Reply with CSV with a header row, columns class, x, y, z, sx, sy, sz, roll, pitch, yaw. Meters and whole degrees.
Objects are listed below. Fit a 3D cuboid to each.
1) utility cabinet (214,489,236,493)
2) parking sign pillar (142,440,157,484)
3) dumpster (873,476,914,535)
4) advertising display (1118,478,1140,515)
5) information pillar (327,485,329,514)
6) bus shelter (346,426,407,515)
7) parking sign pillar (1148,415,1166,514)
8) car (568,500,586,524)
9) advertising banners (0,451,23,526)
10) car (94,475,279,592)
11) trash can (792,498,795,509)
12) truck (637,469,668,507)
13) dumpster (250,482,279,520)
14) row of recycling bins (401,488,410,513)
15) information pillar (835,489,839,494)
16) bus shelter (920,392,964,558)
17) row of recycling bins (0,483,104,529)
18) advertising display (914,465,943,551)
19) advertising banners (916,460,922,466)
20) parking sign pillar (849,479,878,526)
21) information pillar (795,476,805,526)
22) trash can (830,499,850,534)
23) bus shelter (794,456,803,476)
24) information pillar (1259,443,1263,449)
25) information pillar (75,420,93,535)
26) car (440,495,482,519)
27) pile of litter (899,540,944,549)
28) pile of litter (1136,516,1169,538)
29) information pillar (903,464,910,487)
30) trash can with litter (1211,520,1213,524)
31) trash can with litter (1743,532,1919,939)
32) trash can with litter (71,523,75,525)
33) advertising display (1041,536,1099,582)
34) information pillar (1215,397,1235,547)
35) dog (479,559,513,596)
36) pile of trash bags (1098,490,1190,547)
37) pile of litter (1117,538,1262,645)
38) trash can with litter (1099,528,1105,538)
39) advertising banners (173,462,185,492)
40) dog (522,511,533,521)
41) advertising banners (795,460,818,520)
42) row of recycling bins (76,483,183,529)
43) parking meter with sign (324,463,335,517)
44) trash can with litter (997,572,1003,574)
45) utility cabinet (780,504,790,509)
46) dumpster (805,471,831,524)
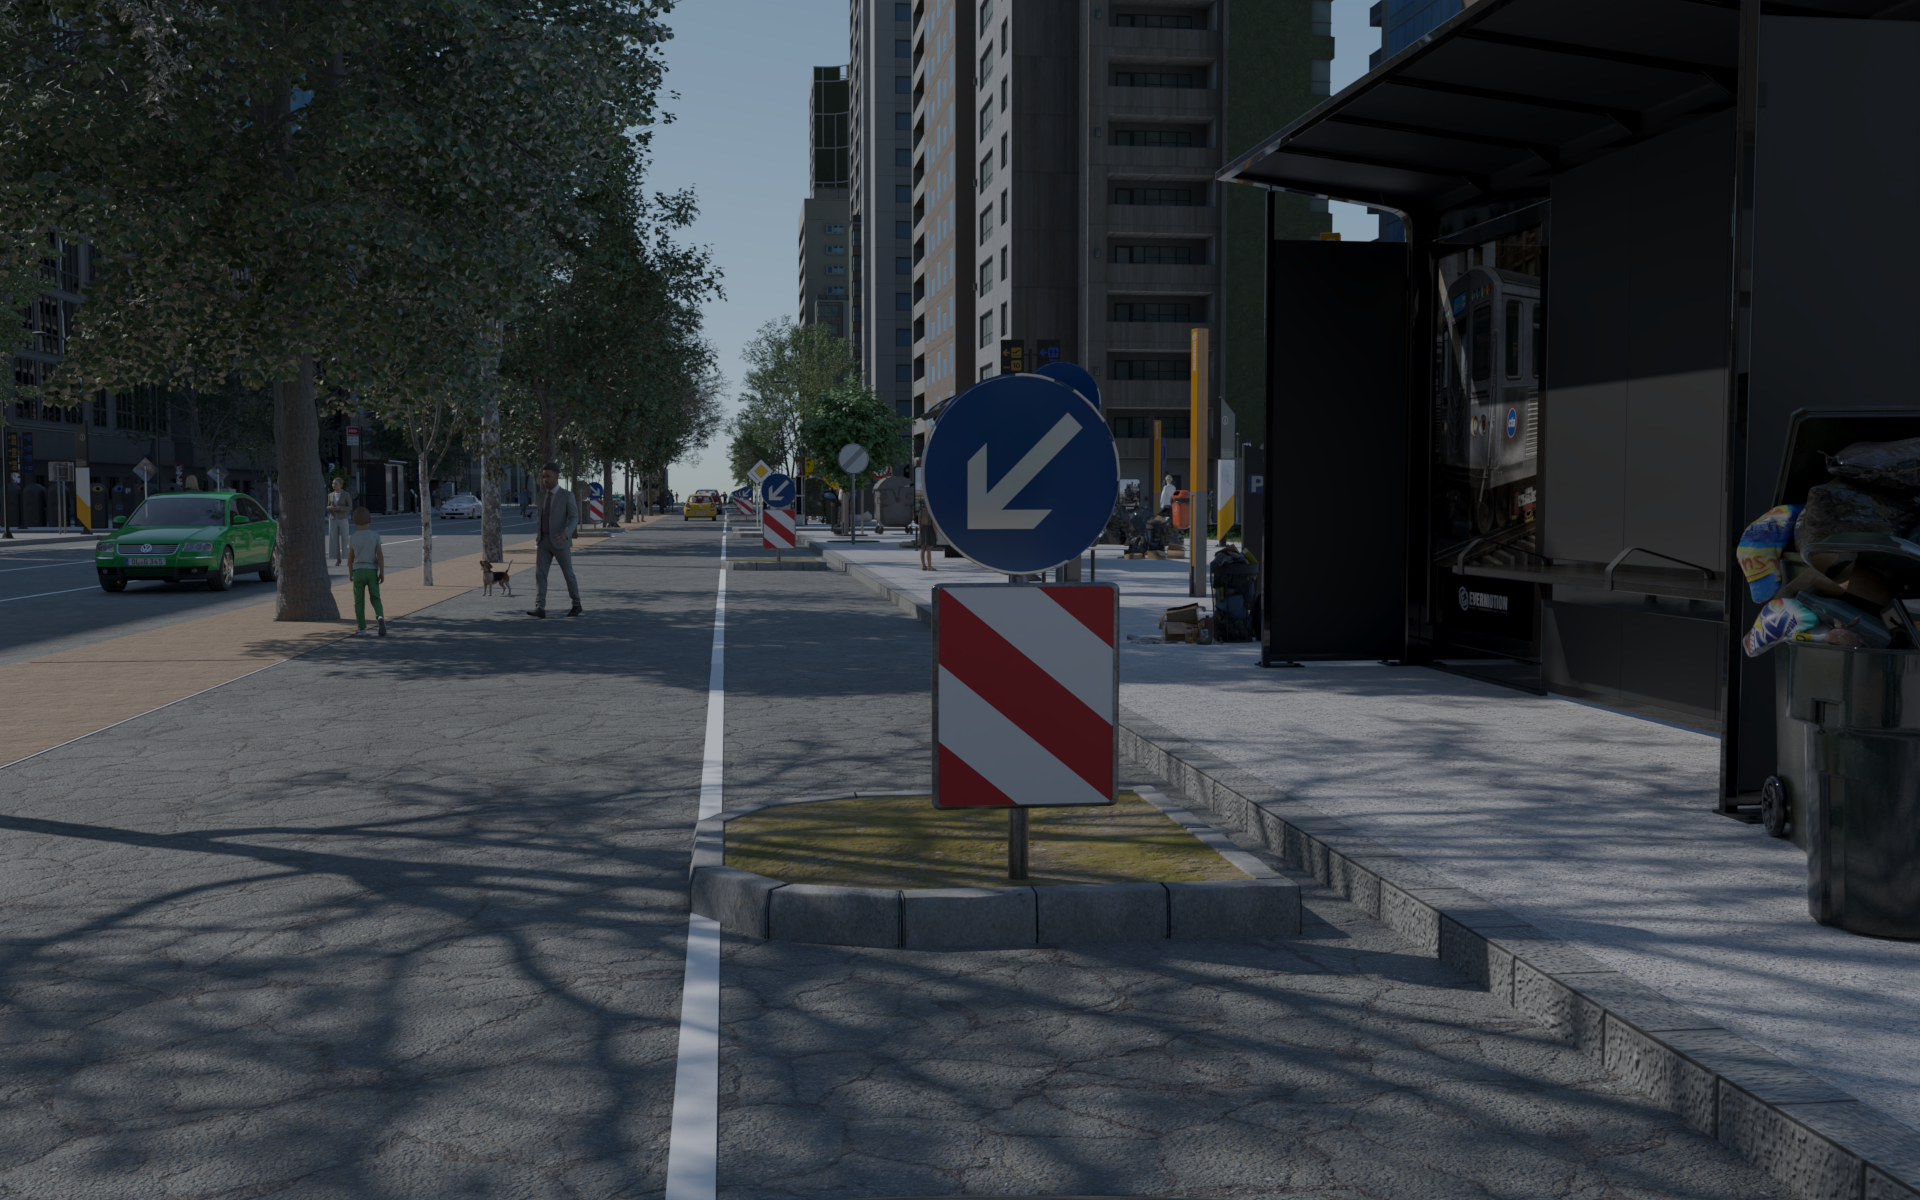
class,x,y,z,sx,sy,sz,roll,pitch,yaw
utility cabinet,-30.205,-3.827,71.254,1.173,1.500,0.318,3,4,38
parking sign pillar,-39.299,-5.844,84.020,1.447,3.967,1.447,-1,4,-16
dumpster,-2.092,-3.040,55.458,1.264,1.857,1.865,0,4,-8
advertising display,6.990,-4.061,71.603,0.974,1.923,0.123,-1,4,-20
information pillar,-41.798,-6.716,114.292,0.304,2.012,0.304,-1,4,-10
bus shelter,-35.471,-7.796,105.099,2.179,5.291,8.768,0,4,-7
parking sign pillar,6.794,-4.354,59.662,1.447,3.967,1.447,1,4,14
car,-19.078,-4.431,84.241,2.131,1.459,4.920,0,4,-6
advertising banners,-38.421,-4.465,69.195,0.090,3.025,2.074,2,4,35
car,-11.869,-1.104,26.853,1.959,1.807,4.718,0,4,-8
trash can,-12.092,-6.952,125.322,0.748,1.137,0.748,0,3,0
truck,-32.987,-12.083,186.462,2.839,4.237,11.283,0,4,-6
dumpster,-33.516,-4.765,83.671,1.264,1.857,1.865,0,4,-8
row of recycling bins,-37.771,-6.672,116.198,1.069,1.692,3.534,-2,4,-33
information pillar,-9.964,-8.324,140.593,0.304,2.012,0.304,2,4,34
bus shelter,0.549,-2.357,32.465,2.014,3.302,5.546,0,4,-8
row of recycling bins,-35.543,-3.695,67.524,3.534,1.692,1.069,0,4,-8
advertising display,-0.555,-2.063,38.943,0.974,1.923,0.123,0,4,-2
advertising banners,-2.741,-5.657,88.680,2.074,3.025,0.090,-1,4,-13
parking sign pillar,-4.015,-4.962,69.597,1.447,3.967,1.447,2,4,24
information pillar,-6.382,-3.953,69.117,0.304,2.012,0.304,1,4,14
trash can,-3.838,-2.688,55.606,0.748,1.137,0.748,0,3,0
bus shelter,-9.531,-7.205,109.092,1.731,3.624,6.357,0,4,-7
information pillar,12.386,-4.844,70.552,0.504,3.616,0.183,-2,4,-27
information pillar,-27.642,-3.868,54.589,0.504,3.616,0.183,1,4,21
car,-28.930,-5.396,100.590,2.083,1.381,4.827,0,4,-6
pile of litter,-0.833,-1.652,40.975,1.176,0.858,1.719,-1,4,-13
pile of litter,3.994,-1.249,34.387,1.719,0.858,1.176,1,4,9
information pillar,-4.011,-8.504,130.398,0.504,3.616,0.183,1,4,23
trash can with litter,9.763,-3.592,70.112,1.055,1.170,0.624,1,4,14
trash can with litter,2.980,0.376,5.244,1.055,1.170,0.624,-1,4,-19
trash can with litter,-36.007,-3.703,71.603,1.678,1.210,2.233,0,4,3
advertising display,1.411,-1.058,22.518,0.974,1.923,0.123,-3,4,-38
information pillar,6.445,-3.096,41.977,0.504,3.616,0.183,-3,4,-36
dog,-6.551,-0.318,24.481,0.406,0.507,0.540,-1,4,-9
pile of trash bags,4.847,-2.037,43.064,1.912,1.369,3.447,-1,4,-22
pile of litter,2.264,-0.079,15.264,1.719,0.858,1.176,0,4,-3
trash can with litter,4.125,-2.359,49.622,1.678,1.210,2.233,-2,4,-34
advertising banners,-41.549,-5.985,94.035,2.074,3.025,0.090,-2,4,-27
dog,-23.125,-4.488,92.666,0.406,0.507,0.540,0,4,7
advertising banners,-7.558,-5.434,85.040,0.090,3.025,2.074,2,4,27
row of recycling bins,-30.725,-3.507,64.449,3.534,1.692,1.069,0,4,-6
parking meter with sign,-35.982,-6.184,97.367,1.738,3.016,0.543,1,4,21
trash can with litter,0.783,-1.001,27.755,0.624,1.170,1.055,-1,4,-13
utility cabinet,-8.633,-4.534,85.293,0.306,1.237,1.020,1,4,10
dumpster,-6.271,-4.389,74.256,1.502,2.255,1.985,0,4,-8
